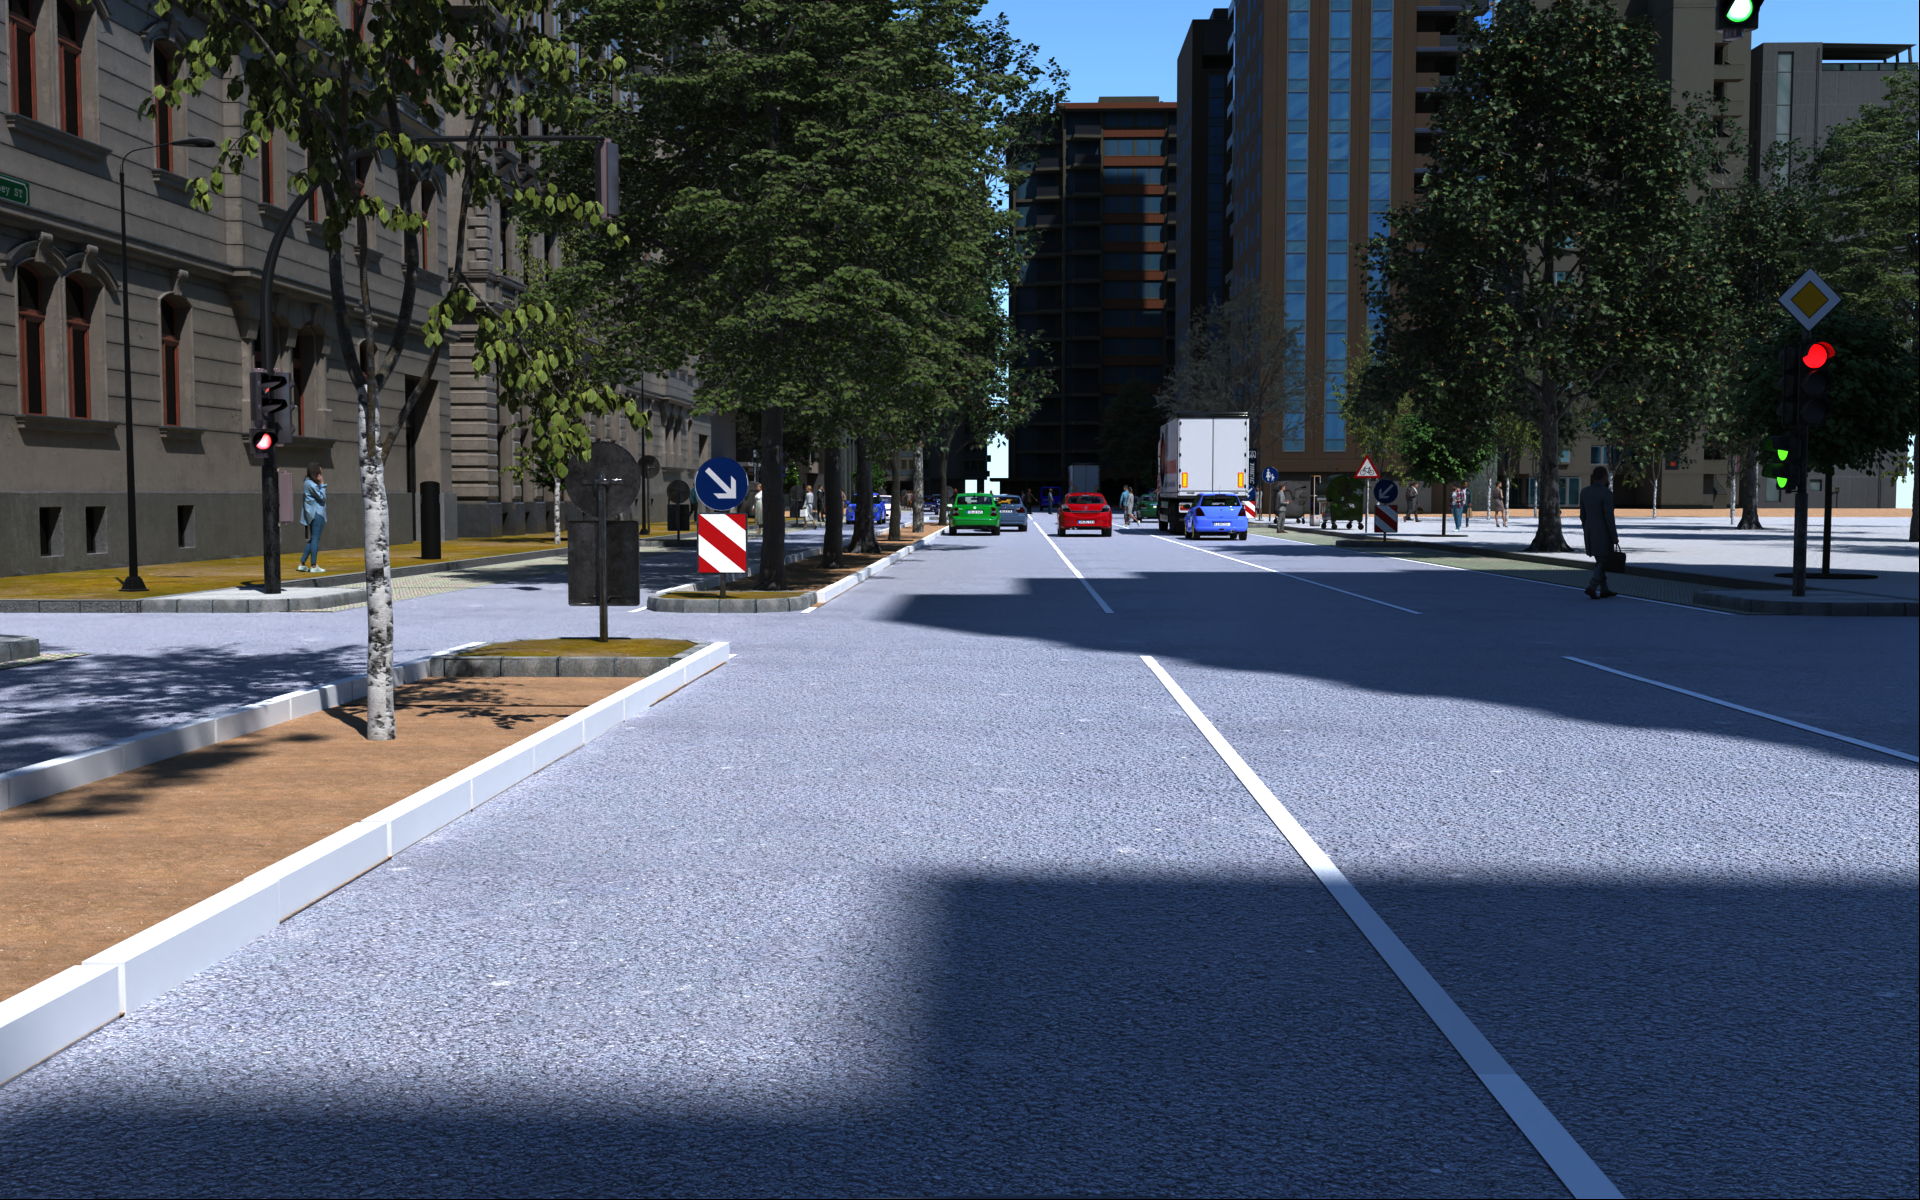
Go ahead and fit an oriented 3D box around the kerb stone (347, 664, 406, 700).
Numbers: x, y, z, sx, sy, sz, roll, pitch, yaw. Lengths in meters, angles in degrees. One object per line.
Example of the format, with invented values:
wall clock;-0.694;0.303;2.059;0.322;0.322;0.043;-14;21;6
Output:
kerb stone;-4.231;0.601;12.436;0.120;0.150;1.000;0;4;2

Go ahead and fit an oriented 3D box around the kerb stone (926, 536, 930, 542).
kerb stone;-1.032;-1.683;49.828;0.120;0.150;1.000;0;4;2

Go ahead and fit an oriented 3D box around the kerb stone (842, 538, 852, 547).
kerb stone;-3.168;-1.630;48.843;0.120;0.150;1.000;0;4;2

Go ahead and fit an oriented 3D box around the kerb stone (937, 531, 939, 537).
kerb stone;-0.853;-2.064;55.970;0.120;0.150;1.000;0;4;2

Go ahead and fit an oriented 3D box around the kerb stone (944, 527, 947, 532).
kerb stone;-0.637;-2.504;63.138;0.120;0.150;1.000;0;4;2

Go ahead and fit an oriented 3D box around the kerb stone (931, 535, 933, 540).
kerb stone;-0.967;-1.813;51.880;0.120;0.150;1.000;0;4;2

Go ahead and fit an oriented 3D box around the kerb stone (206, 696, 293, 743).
kerb stone;-4.288;0.725;10.392;0.120;0.150;1.000;0;4;2

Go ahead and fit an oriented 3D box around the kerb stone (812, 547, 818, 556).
kerb stone;-3.429;-1.066;39.630;0.120;0.150;1.000;0;4;2

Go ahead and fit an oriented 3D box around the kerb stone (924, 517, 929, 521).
kerb stone;-1.776;-4.511;95.958;0.120;0.150;1.000;0;4;2

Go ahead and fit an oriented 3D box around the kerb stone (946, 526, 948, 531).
kerb stone;-0.614;-2.567;64.160;0.120;0.150;1.000;0;4;2

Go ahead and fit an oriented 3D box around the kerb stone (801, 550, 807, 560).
kerb stone;-3.486;-0.940;37.570;0.120;0.150;1.000;0;4;2

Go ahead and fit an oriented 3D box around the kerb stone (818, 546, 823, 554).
kerb stone;-3.401;-1.125;40.653;0.120;0.150;1.000;0;4;2

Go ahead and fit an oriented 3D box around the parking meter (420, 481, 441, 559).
parking meter;-10.431;-1.573;34.122;0.372;1.533;0.369;0;3;0

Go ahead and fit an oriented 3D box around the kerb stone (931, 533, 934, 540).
kerb stone;-0.947;-1.878;52.902;0.120;0.150;1.000;0;4;2

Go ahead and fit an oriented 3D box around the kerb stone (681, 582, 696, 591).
kerb stone;-3.888;-0.116;24.255;0.120;0.150;1.000;0;4;2

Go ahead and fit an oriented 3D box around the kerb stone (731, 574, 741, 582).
kerb stone;-3.757;-0.377;28.355;0.120;0.150;1.000;0;4;2

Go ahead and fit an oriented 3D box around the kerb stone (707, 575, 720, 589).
kerb stone;-3.817;-0.251;26.302;0.120;0.150;1.000;0;4;2

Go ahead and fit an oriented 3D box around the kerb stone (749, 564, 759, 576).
kerb stone;-3.698;-0.502;30.402;0.120;0.150;1.000;0;4;2

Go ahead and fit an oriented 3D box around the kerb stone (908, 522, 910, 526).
kerb stone;-2.375;-3.257;75.458;0.120;0.150;1.000;0;4;2

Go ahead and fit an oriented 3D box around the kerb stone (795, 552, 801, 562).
kerb stone;-3.524;-0.878;36.547;0.120;0.150;1.000;0;4;2

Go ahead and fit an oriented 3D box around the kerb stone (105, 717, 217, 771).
kerb stone;-4.322;0.784;9.371;0.120;0.150;1.000;0;4;2

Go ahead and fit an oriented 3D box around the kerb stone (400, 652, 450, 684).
kerb stone;-4.193;0.541;13.464;0.120;0.150;1.000;0;4;2

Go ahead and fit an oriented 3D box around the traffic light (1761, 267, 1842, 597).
traffic light;10.517;-2.001;21.641;0.839;4.253;0.868;0;4;2

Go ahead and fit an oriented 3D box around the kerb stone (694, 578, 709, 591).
kerb stone;-3.855;-0.178;25.278;0.120;0.150;1.000;0;4;2

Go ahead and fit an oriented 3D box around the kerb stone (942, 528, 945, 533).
kerb stone;-0.705;-2.379;61.091;0.120;0.150;1.000;0;4;2

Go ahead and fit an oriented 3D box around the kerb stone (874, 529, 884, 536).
kerb stone;-2.828;-2.318;60.090;0.120;0.150;1.000;0;4;2

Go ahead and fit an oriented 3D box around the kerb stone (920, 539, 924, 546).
kerb stone;-1.118;-1.502;46.754;0.120;0.150;1.000;0;4;2

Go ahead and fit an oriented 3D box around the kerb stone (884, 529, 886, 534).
kerb stone;-2.801;-2.380;61.112;0.120;0.150;1.000;0;4;2

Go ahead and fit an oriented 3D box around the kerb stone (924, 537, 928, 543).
kerb stone;-1.067;-1.627;48.798;0.120;0.150;1.000;0;4;2

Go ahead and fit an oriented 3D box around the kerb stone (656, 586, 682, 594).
kerb stone;-3.912;-0.063;23.221;0.120;0.150;1.000;0;4;2

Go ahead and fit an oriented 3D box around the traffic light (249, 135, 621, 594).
traffic light;-6.743;-2.905;22.164;4.771;5.953;1.251;0;4;2

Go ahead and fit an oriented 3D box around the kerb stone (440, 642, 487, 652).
kerb stone;-4.168;0.472;14.486;0.120;0.150;1.000;0;4;2

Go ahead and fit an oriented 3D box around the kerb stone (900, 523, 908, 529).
kerb stone;-2.414;-3.195;74.436;0.120;0.150;1.000;0;4;2

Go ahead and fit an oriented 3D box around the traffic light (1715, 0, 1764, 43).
traffic light;8.189;-2.380;13.579;4.771;5.953;1.251;0;4;2

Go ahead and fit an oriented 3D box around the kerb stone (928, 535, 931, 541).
kerb stone;-1.004;-1.753;50.855;0.120;0.150;1.000;0;4;2

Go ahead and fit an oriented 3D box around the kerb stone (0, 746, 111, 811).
kerb stone;-4.348;0.852;8.347;0.120;0.150;1.000;0;4;2

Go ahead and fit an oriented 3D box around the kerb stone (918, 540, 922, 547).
kerb stone;-1.145;-1.438;45.730;0.120;0.150;1.000;0;4;2

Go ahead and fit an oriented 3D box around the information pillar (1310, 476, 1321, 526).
information pillar;14.126;-3.939;68.895;0.304;2.012;0.304;-1;4;-22

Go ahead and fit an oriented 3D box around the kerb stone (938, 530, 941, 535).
kerb stone;-0.791;-2.191;58.017;0.120;0.150;1.000;0;4;2

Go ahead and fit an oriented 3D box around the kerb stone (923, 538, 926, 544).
kerb stone;-1.099;-1.565;47.776;0.120;0.150;1.000;0;4;2

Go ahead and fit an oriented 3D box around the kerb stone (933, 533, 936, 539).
kerb stone;-0.910;-1.941;53.924;0.120;0.150;1.000;0;4;2

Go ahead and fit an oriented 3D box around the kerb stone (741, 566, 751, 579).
kerb stone;-3.729;-0.436;29.379;0.120;0.150;1.000;0;4;2

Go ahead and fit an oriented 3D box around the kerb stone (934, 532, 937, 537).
kerb stone;-0.878;-2.001;54.946;0.120;0.150;1.000;0;4;2

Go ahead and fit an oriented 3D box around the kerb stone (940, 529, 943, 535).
kerb stone;-0.753;-2.252;59.038;0.120;0.150;1.000;0;4;2

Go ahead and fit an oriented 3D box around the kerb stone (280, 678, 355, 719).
kerb stone;-4.257;0.659;11.414;0.120;0.150;1.000;0;4;2

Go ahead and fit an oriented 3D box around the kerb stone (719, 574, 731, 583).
kerb stone;-3.794;-0.314;27.334;0.120;0.150;1.000;0;4;2

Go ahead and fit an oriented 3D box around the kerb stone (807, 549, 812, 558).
kerb stone;-3.462;-1.003;38.595;0.120;0.150;1.000;0;4;2

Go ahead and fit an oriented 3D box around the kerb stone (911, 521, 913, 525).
kerb stone;-2.319;-3.383;77.502;0.120;0.150;1.000;0;4;2

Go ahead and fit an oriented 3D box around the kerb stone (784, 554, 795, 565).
kerb stone;-3.549;-0.815;35.525;0.120;0.150;1.000;0;4;2

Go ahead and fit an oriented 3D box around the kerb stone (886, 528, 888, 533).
kerb stone;-2.772;-2.438;62.136;0.120;0.150;1.000;0;4;2
